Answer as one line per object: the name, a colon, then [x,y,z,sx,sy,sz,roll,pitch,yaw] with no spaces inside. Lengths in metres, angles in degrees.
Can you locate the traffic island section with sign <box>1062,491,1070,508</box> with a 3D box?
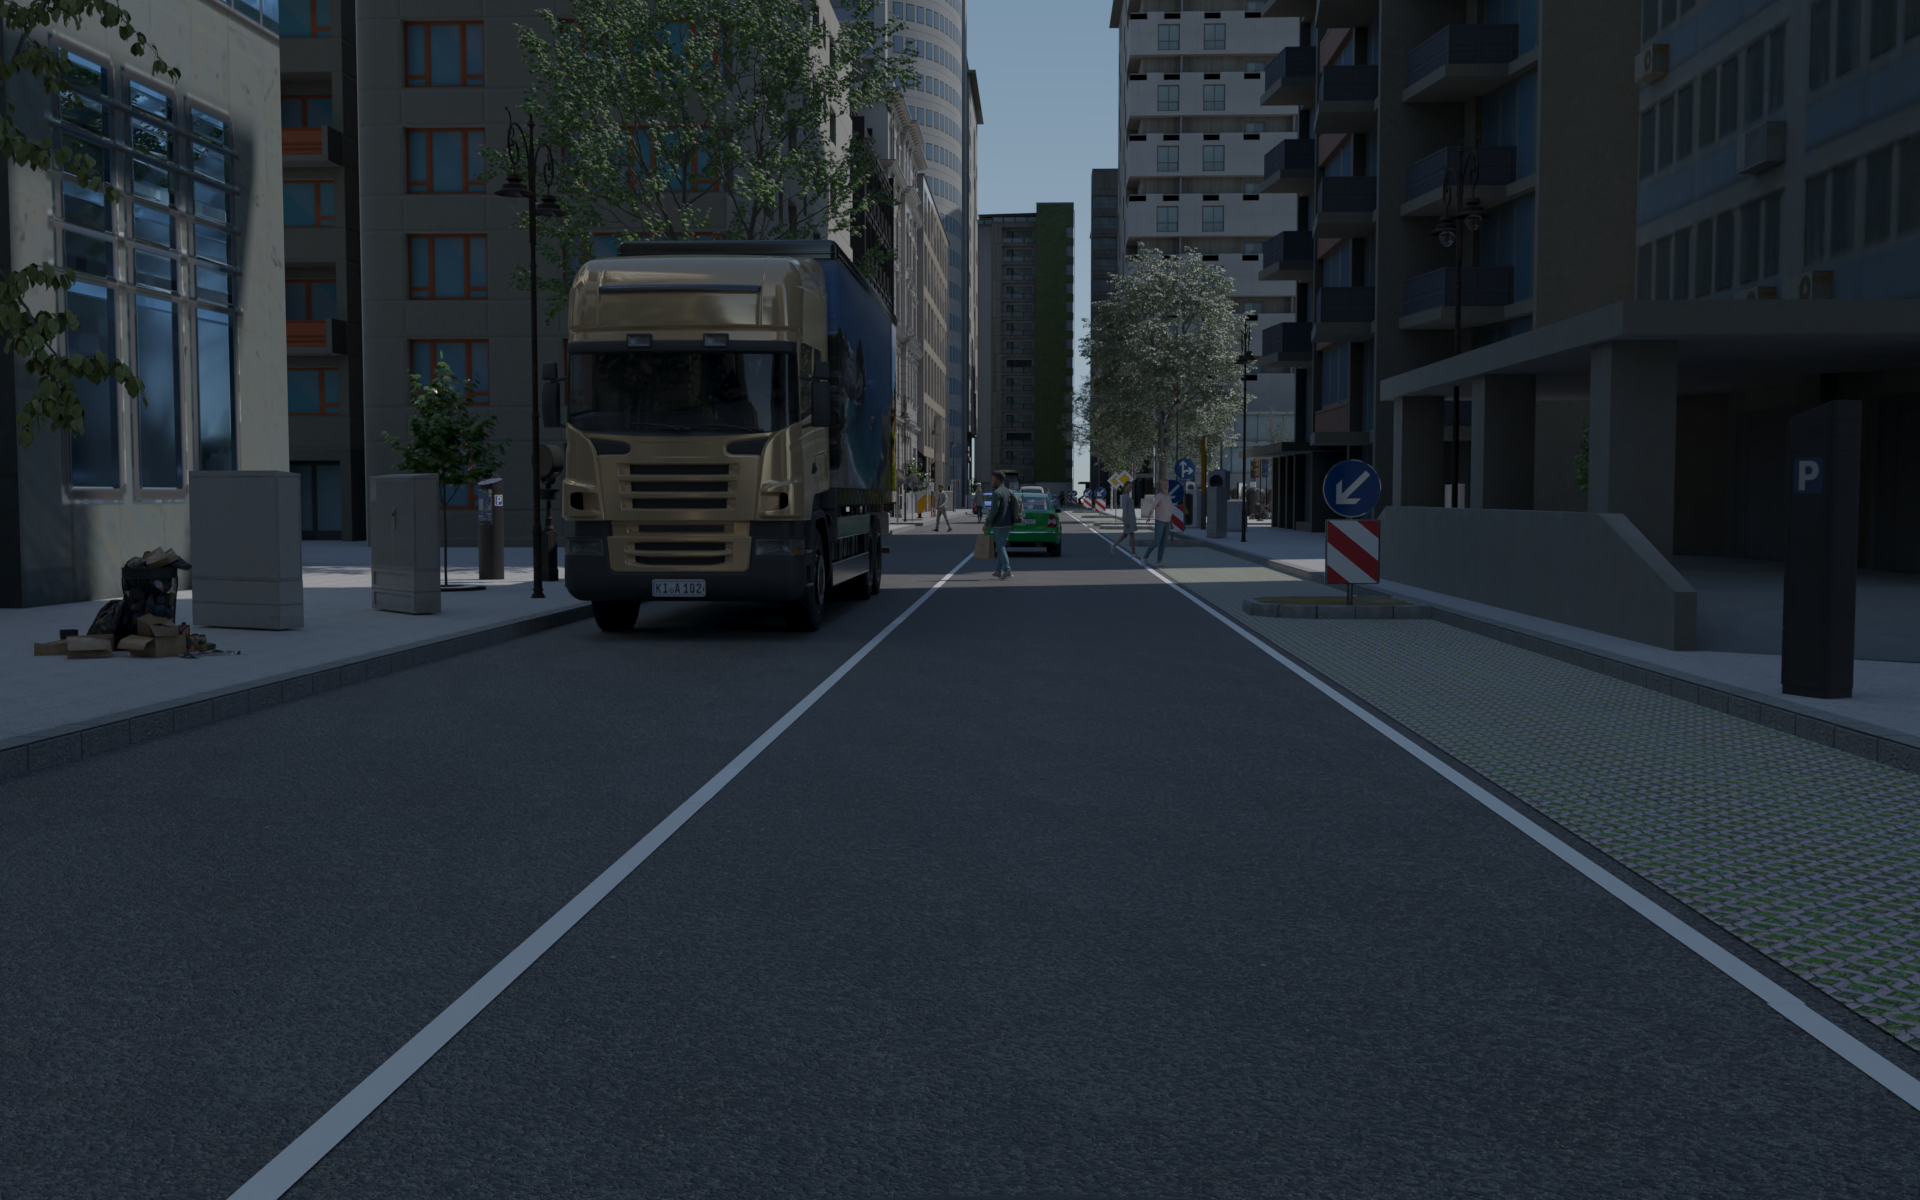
traffic island section with sign: [11.779,-10.492,180.178,1.989,1.847,2.006,0,4,3]

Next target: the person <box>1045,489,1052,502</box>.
person: [6.472,-7.304,127.943,0.581,1.822,0.654,1,4,11]

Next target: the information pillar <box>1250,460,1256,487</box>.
information pillar: [19.853,-7.708,117.376,0.183,3.616,0.504,-2,4,-33]

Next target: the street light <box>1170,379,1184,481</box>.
street light: [8.709,-5.914,69.480,0.468,5.910,1.993,0,4,3]

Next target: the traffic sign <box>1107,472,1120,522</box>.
traffic sign: [7.059,-4.576,78.456,0.795,2.450,0.064,0,4,3]

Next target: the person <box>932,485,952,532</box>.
person: [-0.664,-3.475,65.589,0.850,1.792,0.678,-2,4,-34]

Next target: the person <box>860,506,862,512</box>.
person: [-4.192,-3.820,73.547,0.523,1.515,0.503,-2,4,-34]

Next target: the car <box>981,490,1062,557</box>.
car: [1.467,-1.975,41.086,1.959,1.807,4.718,0,4,1]

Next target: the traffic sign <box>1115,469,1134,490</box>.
traffic sign: [6.691,-4.088,70.479,0.795,2.450,0.064,0,4,3]

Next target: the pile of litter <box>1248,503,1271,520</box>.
pile of litter: [15.075,-4.491,87.388,1.719,0.858,1.176,3,5,39]

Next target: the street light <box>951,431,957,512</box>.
street light: [-0.467,-9.394,126.383,0.468,5.910,1.993,0,4,3]

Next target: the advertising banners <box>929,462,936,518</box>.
advertising banners: [-1.514,-6.039,94.922,0.090,3.025,2.074,1,4,9]

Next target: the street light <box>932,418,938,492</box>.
street light: [-1.501,-7.974,103.170,0.468,5.910,1.993,0,4,3]

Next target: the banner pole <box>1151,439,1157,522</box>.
banner pole: [8.867,-5.431,78.813,0.401,3.779,0.863,1,4,16]

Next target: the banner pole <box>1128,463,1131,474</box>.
banner pole: [13.598,-9.172,139.972,0.401,3.779,0.863,-2,4,-24]

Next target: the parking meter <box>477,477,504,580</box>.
parking meter: [-7.039,-1.075,25.986,0.372,1.533,0.369,0,3,0]

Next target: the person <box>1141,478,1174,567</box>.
person: [3.794,-1.503,33.742,0.598,1.740,0.731,2,4,29]

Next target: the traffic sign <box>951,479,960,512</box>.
traffic sign: [-0.327,-7.237,120.448,0.606,2.300,0.079,0,4,7]

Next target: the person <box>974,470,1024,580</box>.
person: [0.635,-1.243,28.804,0.794,1.824,0.713,-3,5,-40]

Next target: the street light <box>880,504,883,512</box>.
street light: [-3.072,-5.816,67.876,0.468,5.910,1.993,0,4,3]

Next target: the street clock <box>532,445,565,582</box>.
street clock: [-6.037,-1.275,25.423,0.471,2.002,0.358,3,4,36]

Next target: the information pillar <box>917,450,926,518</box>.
information pillar: [-2.028,-6.091,90.941,0.504,3.616,0.183,0,4,-5]

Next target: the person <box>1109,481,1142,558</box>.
person: [3.738,-1.818,38.968,0.760,1.731,0.466,-1,4,-22]

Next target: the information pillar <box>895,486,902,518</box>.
information pillar: [-3.329,-5.471,93.947,0.304,2.012,0.304,2,4,31]

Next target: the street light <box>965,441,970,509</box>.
street light: [0.662,-10.812,149.556,0.468,5.910,1.993,0,4,3]

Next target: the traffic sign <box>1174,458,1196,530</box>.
traffic sign: [7.978,-3.757,61.531,0.768,2.556,0.104,0,4,7]

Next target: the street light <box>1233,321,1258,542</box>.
street light: [7.609,-4.497,46.306,0.468,5.910,1.993,0,4,3]

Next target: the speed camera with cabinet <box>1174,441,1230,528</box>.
speed camera with cabinet: [9.057,-4.313,64.850,2.038,3.252,0.660,2,4,30]

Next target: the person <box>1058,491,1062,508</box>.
person: [9.994,-10.072,173.631,0.568,1.767,0.683,-1,4,-15]

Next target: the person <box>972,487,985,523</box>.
person: [0.885,-4.710,85.698,0.709,1.800,0.728,0,4,-4]

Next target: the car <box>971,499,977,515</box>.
car: [1.886,-6.940,122.505,2.155,1.783,4.494,0,4,3]

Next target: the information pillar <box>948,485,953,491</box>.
information pillar: [-0.803,-8.301,140.220,0.304,2.012,0.304,2,4,35]

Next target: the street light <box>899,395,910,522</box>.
street light: [-2.534,-6.557,79.992,0.468,5.910,1.993,0,4,3]

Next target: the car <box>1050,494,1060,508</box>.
car: [8.367,-9.138,161.413,2.014,1.417,4.499,0,4,5]

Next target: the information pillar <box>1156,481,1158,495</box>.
information pillar: [11.463,-5.837,99.932,0.304,2.012,0.304,-3,5,-42]

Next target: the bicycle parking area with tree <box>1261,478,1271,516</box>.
bicycle parking area with tree: [21.143,-7.237,105.328,8.231,4.147,9.016,0,4,6]

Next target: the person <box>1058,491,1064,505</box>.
person: [12.874,-12.910,219.583,0.705,1.823,1.348,3,4,37]

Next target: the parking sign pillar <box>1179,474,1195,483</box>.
parking sign pillar: [18.431,-9.311,140.707,1.447,3.967,1.447,0,4,4]

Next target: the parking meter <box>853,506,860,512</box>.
parking meter: [-3.610,-3.130,59.589,0.372,1.533,0.369,0,3,0]

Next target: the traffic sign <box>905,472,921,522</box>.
traffic sign: [-2.175,-4.603,78.900,0.795,2.450,0.064,0,4,3]

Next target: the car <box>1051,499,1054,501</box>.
car: [5.551,-6.768,122.453,2.131,1.459,4.920,0,4,4]

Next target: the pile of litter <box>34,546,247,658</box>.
pile of litter: [-6.629,0.005,13.890,1.719,0.858,1.176,2,4,30]

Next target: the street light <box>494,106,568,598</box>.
street light: [-5.211,-2.962,21.216,0.468,5.910,1.993,0,4,3]

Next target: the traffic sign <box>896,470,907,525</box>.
traffic sign: [-2.542,-4.115,70.923,0.795,2.450,0.064,0,4,3]

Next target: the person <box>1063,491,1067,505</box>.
person: [13.527,-13.338,226.560,1.348,1.826,0.705,2,4,23]

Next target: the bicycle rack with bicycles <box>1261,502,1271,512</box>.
bicycle rack with bicycles: [19.500,-6.145,113.852,2.925,0.926,2.852,0,4,5]

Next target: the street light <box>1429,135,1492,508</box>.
street light: [6.554,-3.061,22.843,0.468,5.910,1.993,0,4,3]

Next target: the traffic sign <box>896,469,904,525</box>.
traffic sign: [-2.583,-4.217,71.074,0.606,2.300,0.079,1,4,11]

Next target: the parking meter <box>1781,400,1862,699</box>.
parking meter: [5.452,-0.323,10.986,0.255,1.863,0.399,-1,4,-20]

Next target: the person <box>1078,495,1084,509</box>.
person: [11.634,-9.400,165.381,0.799,1.438,0.628,0,4,5]

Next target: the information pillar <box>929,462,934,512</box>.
information pillar: [-1.950,-7.985,121.915,0.504,3.616,0.183,-1,4,-16]

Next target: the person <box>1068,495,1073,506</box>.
person: [12.886,-11.518,200.038,0.991,1.433,0.599,2,4,25]

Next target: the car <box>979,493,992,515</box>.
car: [2.018,-6.217,111.241,1.945,1.707,3.694,0,4,1]
